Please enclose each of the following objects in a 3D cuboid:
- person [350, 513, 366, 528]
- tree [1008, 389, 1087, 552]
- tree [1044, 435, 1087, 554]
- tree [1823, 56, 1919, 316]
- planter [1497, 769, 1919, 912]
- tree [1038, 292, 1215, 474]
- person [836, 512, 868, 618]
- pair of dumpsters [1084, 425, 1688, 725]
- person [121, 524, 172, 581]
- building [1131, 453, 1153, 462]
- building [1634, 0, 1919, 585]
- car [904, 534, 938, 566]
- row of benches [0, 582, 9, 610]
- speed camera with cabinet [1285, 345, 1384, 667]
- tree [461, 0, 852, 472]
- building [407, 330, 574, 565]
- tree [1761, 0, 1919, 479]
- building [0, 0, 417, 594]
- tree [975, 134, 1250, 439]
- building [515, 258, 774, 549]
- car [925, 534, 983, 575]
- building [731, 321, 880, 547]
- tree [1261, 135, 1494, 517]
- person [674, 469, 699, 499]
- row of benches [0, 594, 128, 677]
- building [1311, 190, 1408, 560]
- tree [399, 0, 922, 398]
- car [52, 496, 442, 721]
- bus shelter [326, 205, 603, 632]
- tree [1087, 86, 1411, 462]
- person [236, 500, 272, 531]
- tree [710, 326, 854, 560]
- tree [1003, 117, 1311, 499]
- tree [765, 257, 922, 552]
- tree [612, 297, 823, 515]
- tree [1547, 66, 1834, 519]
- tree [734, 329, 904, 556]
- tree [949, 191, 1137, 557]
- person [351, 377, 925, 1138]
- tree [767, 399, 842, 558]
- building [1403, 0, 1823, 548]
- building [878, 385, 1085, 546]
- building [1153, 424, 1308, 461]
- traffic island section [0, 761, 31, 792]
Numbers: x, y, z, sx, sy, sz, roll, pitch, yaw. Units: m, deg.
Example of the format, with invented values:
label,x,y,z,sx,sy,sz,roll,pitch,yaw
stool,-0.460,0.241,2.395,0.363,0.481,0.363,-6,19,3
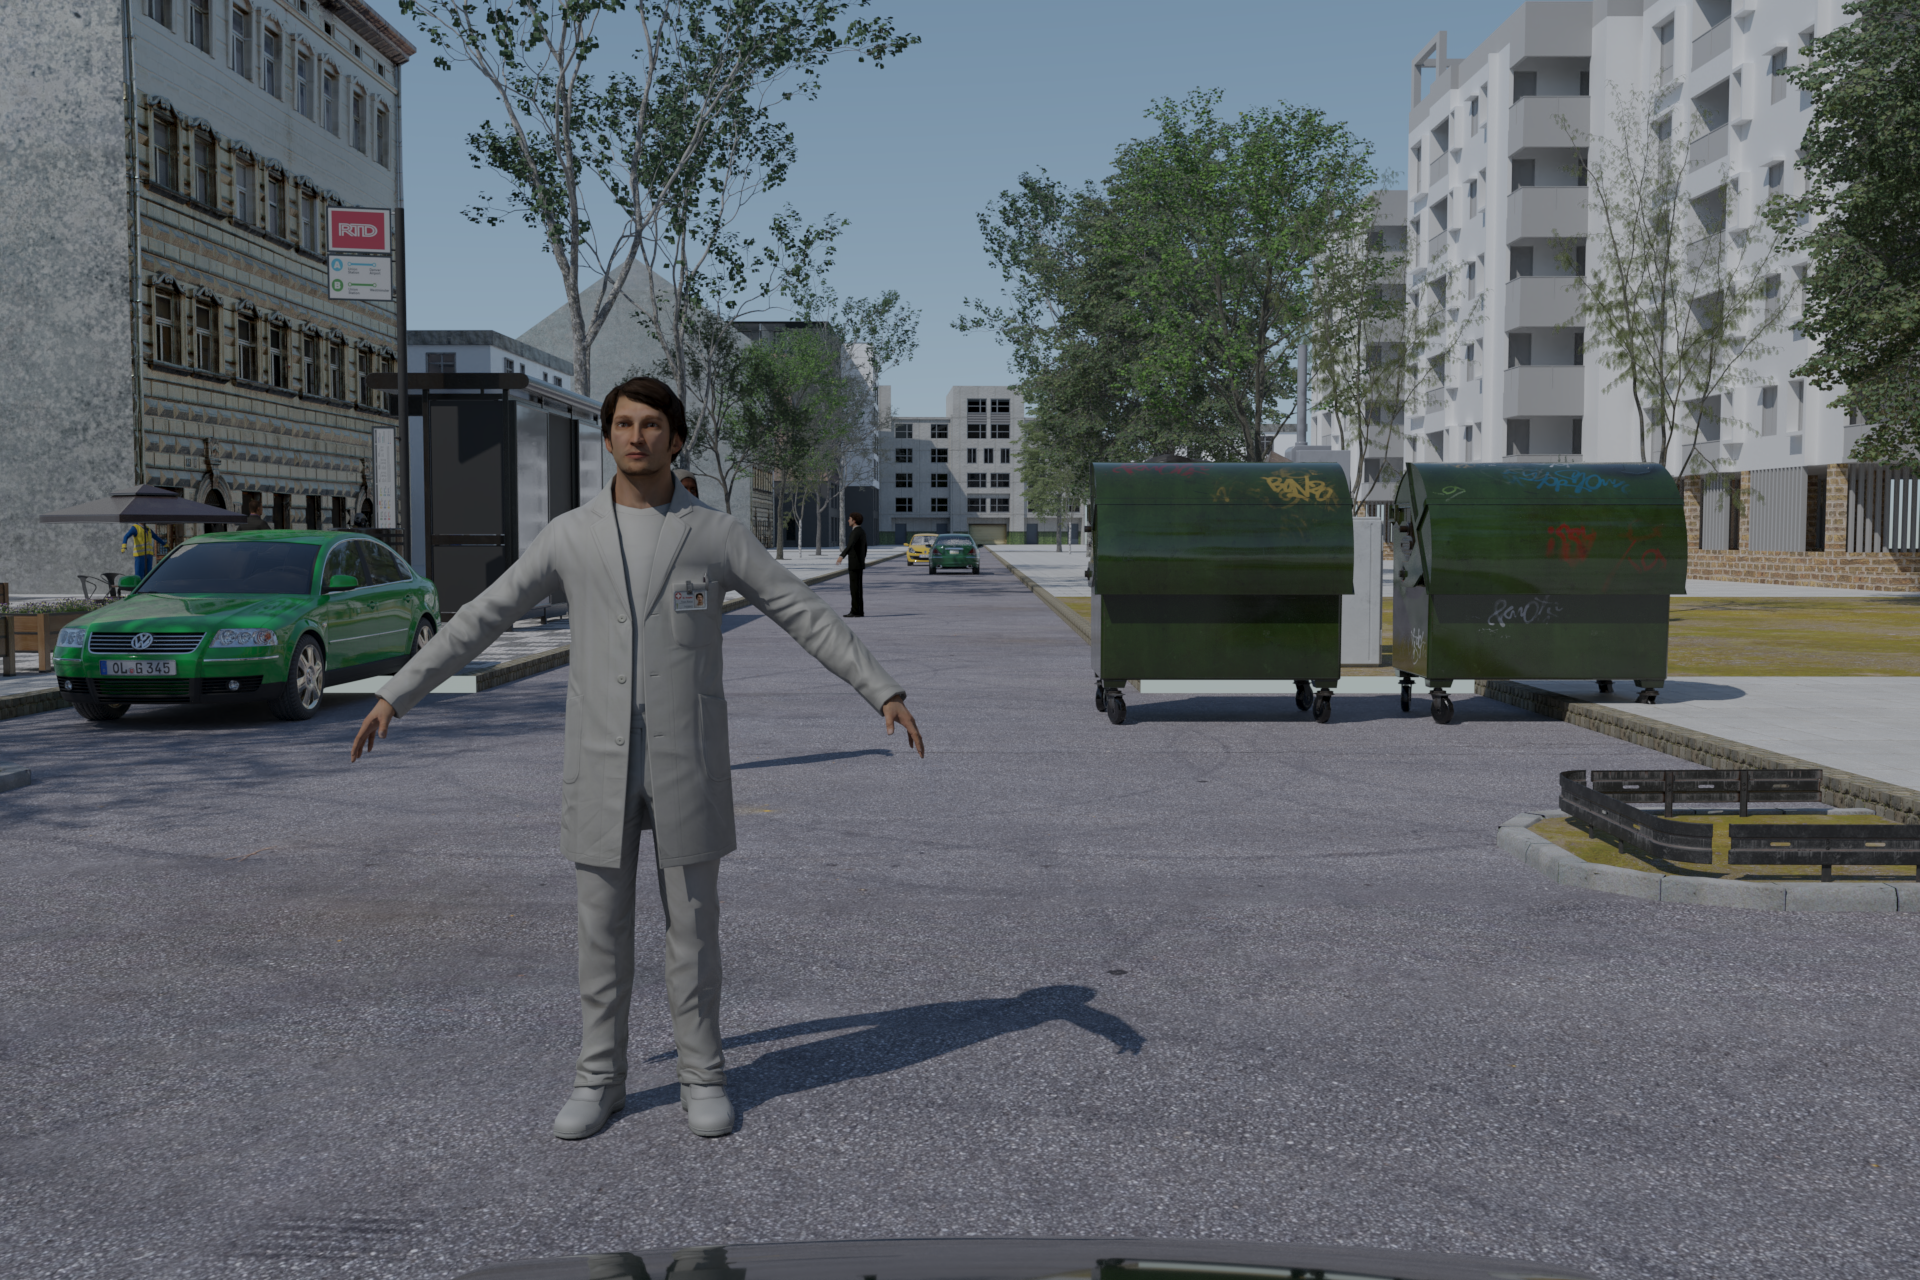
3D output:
label,x,y,z,sx,sy,sz,roll,pitch,yaw
person,-16.169,-2.506,46.737,0.705,1.858,1.354,0,4,-2
tree,7.108,-12.373,120.432,7.486,12.596,7.792,0,3,0
tree,6.766,-9.720,109.278,4.360,8.622,3.978,0,3,0
tree,12.931,-5.117,18.082,7.601,10.594,8.767,0,4,5
planter,3.454,0.831,7.558,1.991,0.319,1.994,0,4,1
tree,6.495,-8.106,66.945,7.601,10.594,8.767,-1,4,-22
person,-1.818,-1.298,29.865,0.705,1.806,1.347,1,4,15
pair of dumpsters,3.184,-0.522,13.486,4.436,2.255,1.574,0,4,1
person,-15.516,-1.624,33.016,0.721,1.772,1.216,1,4,19
building,21.899,-14.432,178.113,9.099,9.664,28.070,0,3,0
building,25.558,-11.875,50.573,16.016,20.090,11.380,0,3,0
car,-1.517,-4.183,78.616,2.015,1.641,3.980,0,4,0
row of benches,-15.416,-0.554,24.521,1.422,0.672,4.104,1,4,18
speed camera with cabinet,3.773,-1.419,17.529,0.660,3.252,2.038,0,4,0
tree,-9.784,-12.196,55.286,12.611,20.169,13.585,0,3,0
building,-23.548,-8.764,85.439,9.099,9.664,28.070,0,4,1
tree,18.589,-7.490,29.115,9.857,13.997,8.962,0,3,0
building,-26.629,-13.100,45.109,19.493,23.208,18.063,0,3,0
tree,7.911,-13.742,80.571,12.611,20.169,13.585,0,3,0
building,-25.986,-19.305,146.559,19.493,23.208,18.063,0,4,-1
car,-0.206,-3.119,62.786,2.131,1.459,4.920,0,4,0
building,-23.171,-20.709,182.562,27.936,21.610,32.646,0,3,0
tree,7.419,-5.039,32.756,4.360,8.622,3.978,0,3,0
person,-1.632,-0.102,10.246,1.348,1.813,0.705,-2,4,-35
row of benches,-8.664,-0.062,16.481,1.422,0.672,4.104,1,4,12
building,24.905,-14.690,96.599,16.016,20.090,11.380,0,3,0
tree,-7.116,-11.148,38.161,12.611,20.169,13.585,0,3,0
car,-5.858,-0.362,14.719,1.959,1.807,4.718,0,4,1
bus shelter,-6.665,-2.834,23.976,2.179,5.291,8.768,0,4,0
tree,6.856,-7.000,40.212,9.928,11.665,9.643,0,3,0
person,-10.810,-1.251,26.679,1.346,1.802,0.704,2,4,25
tree,-8.841,-9.802,86.014,9.928,11.665,9.643,0,3,0
tree,6.203,-8.988,53.612,9.857,13.997,8.962,0,3,0
tree,-9.740,-16.218,121.054,12.611,20.169,13.585,0,3,0
tree,-9.150,-8.189,68.297,8.767,10.594,7.601,-3,5,-41
tree,11.273,-4.756,28.129,4.360,8.622,3.978,0,3,0
tree,-8.305,-11.784,103.044,12.009,13.543,11.850,0,3,0
tree,6.252,-14.699,96.211,12.611,20.169,13.585,0,3,0
person,-0.762,0.272,4.191,1.347,1.806,0.705,0,4,-3
tree,-8.781,-8.759,93.578,4.360,8.622,3.978,0,3,0
building,22.628,-12.861,66.705,16.016,20.090,11.380,0,4,0
building,-1.305,-21.048,213.046,31.486,18.905,16.747,0,4,-3
building,22.032,-12.456,145.804,9.099,9.664,28.070,0,4,1
traffic island section,-6.311,0.822,9.432,1.991,0.108,1.994,0,4,0
